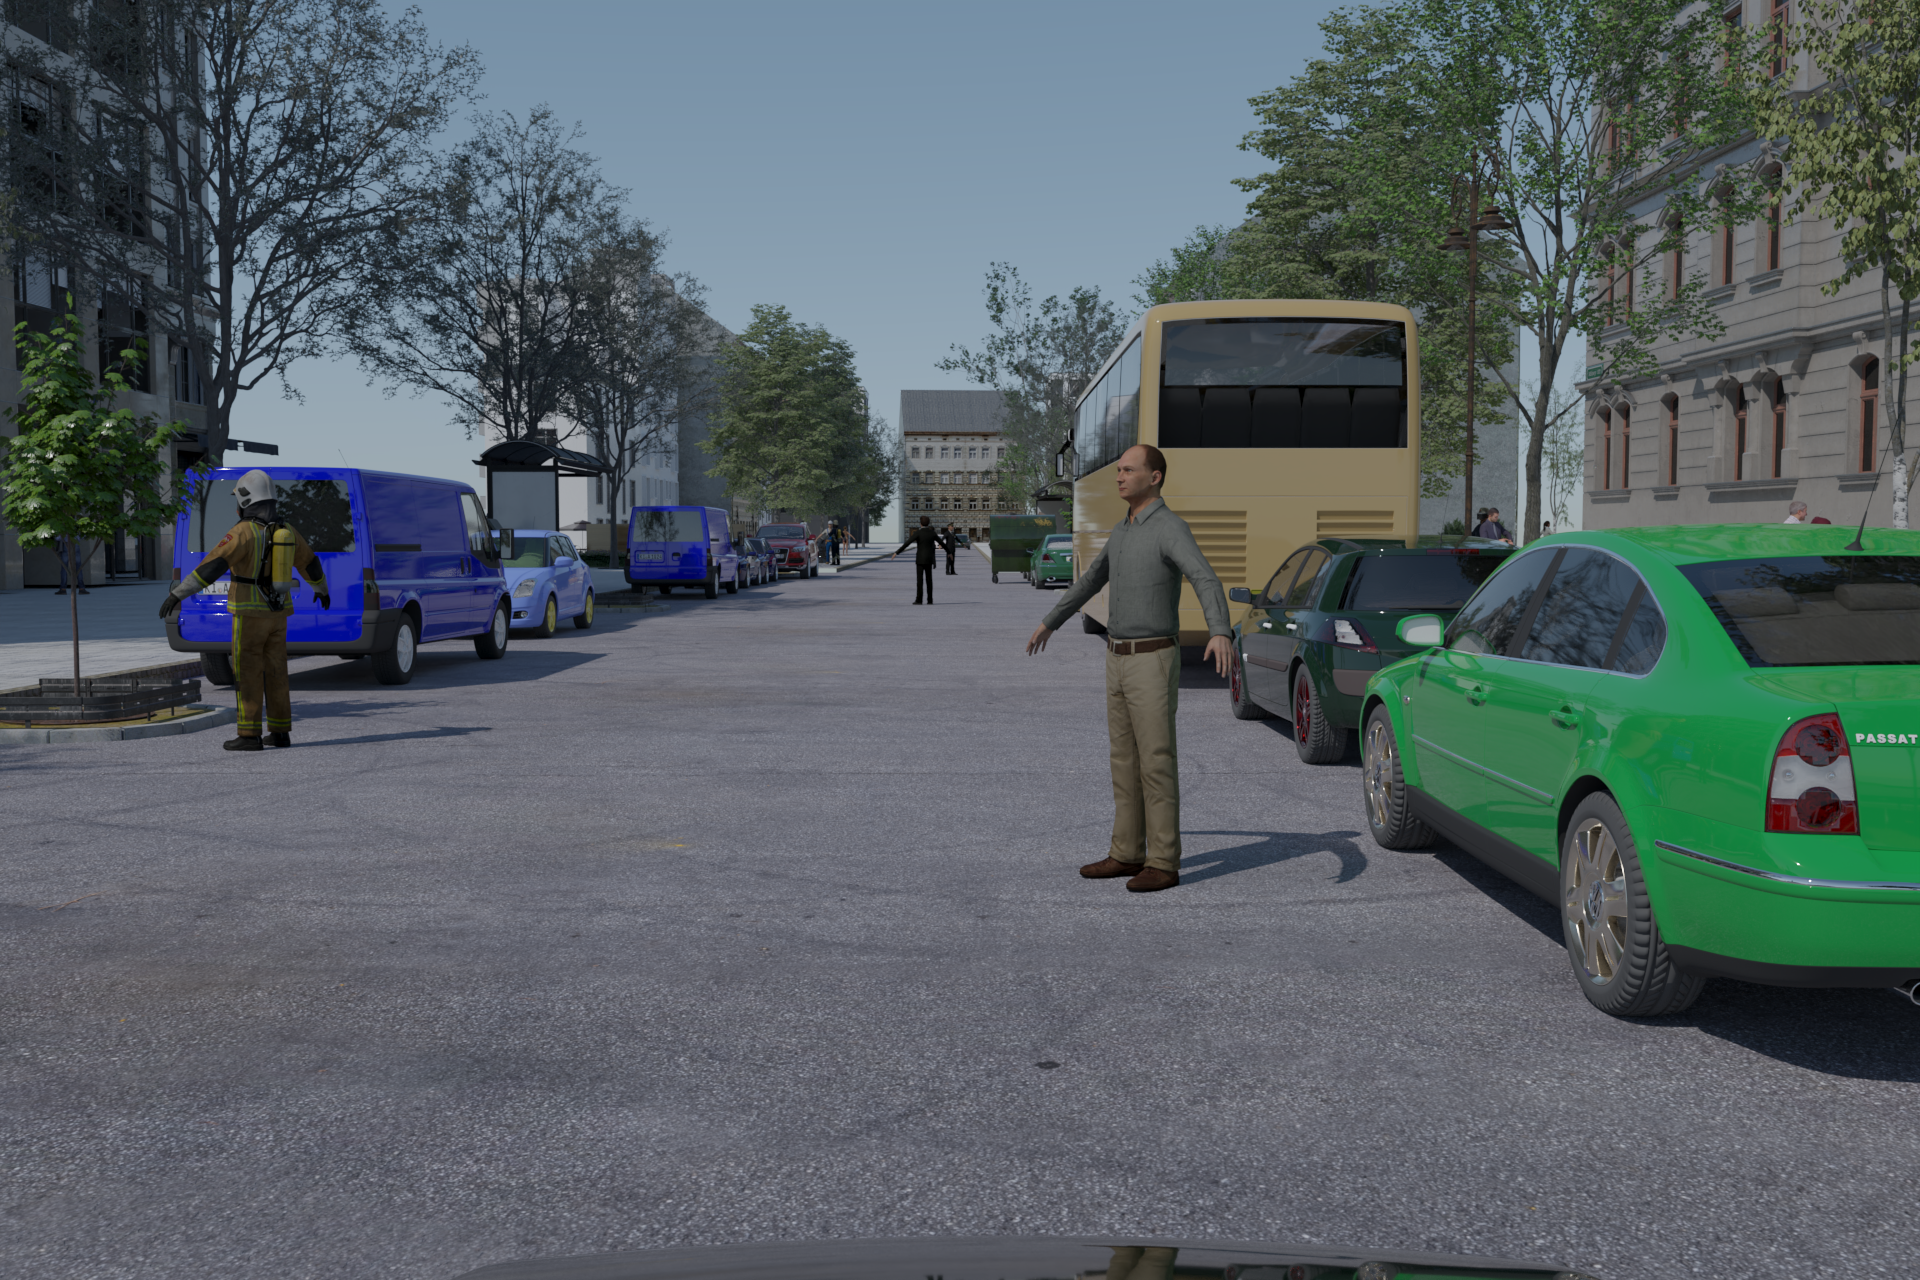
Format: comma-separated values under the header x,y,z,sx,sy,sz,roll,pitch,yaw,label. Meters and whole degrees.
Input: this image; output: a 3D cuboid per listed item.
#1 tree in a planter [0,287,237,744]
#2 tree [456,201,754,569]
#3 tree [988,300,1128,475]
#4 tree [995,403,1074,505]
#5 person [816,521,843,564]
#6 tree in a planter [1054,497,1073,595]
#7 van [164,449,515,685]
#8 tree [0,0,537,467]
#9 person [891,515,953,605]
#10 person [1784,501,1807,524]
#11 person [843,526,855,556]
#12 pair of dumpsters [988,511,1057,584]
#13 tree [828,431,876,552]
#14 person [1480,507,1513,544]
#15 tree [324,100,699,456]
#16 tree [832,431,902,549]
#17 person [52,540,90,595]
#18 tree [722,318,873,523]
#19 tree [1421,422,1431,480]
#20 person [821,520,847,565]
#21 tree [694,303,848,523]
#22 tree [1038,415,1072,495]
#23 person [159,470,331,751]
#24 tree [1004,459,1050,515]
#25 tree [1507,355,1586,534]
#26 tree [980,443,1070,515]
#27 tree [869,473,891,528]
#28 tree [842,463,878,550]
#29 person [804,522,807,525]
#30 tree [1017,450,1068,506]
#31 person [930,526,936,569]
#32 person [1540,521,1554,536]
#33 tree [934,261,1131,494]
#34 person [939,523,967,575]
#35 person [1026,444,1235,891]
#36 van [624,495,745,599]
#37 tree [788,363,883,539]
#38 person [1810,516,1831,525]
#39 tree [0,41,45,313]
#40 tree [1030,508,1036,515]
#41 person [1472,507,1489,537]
x,y,z,sx,sy,sz,roll,pitch,yaw,label
-6.539,-0.949,12.734,1.991,3.239,1.994,0,4,1,tree in a planter
-12.744,-9.366,63.511,12.009,13.543,11.850,0,3,0,tree
6.264,-11.022,90.578,12.009,13.543,11.850,0,3,0,tree
6.563,-12.789,134.857,9.928,11.665,9.643,0,3,0,tree
-5.501,-4.141,73.565,1.347,1.847,0.705,0,4,-2,person
3.259,-2.703,41.409,1.991,3.239,1.994,0,4,1,tree in a planter
-6.192,-0.839,18.109,2.240,2.365,5.245,0,4,0,van
-12.239,-7.221,28.431,12.009,13.543,11.850,0,3,0,tree
-0.733,-1.618,35.094,1.347,1.806,0.705,-2,4,-24,person
10.839,-0.946,22.443,0.436,1.711,0.756,1,4,20,person
-6.691,-5.812,101.825,1.217,1.733,0.721,2,4,29,person
3.037,-2.779,50.388,4.436,2.255,1.574,0,4,0,pair of dumpsters
-9.624,-11.644,124.797,7.601,10.594,8.767,0,4,-7,tree
9.912,-1.549,31.825,0.683,1.767,0.568,-2,4,-33,person
-12.606,-8.508,49.478,12.009,13.543,11.850,0,3,0,tree
-8.994,-13.115,148.845,8.767,10.594,7.601,0,4,5,tree
-18.844,-1.880,36.650,0.709,1.838,0.599,-3,4,-37,person
-9.606,-11.981,102.549,9.857,13.997,8.962,0,3,0,tree
17.105,-8.594,74.924,7.601,10.594,8.767,1,4,13,tree
-5.124,-3.997,71.136,0.705,1.856,1.354,3,5,44,person
-9.265,-10.262,85.914,7.486,12.596,7.792,0,3,0,tree
6.110,-9.615,107.566,4.360,8.622,3.978,0,3,0,tree
-4.691,-0.204,11.555,0.705,1.858,1.354,2,4,27,person
6.450,-12.111,148.372,4.360,8.622,3.978,0,3,0,tree
23.980,-7.341,70.393,4.360,8.622,3.978,0,3,0,tree
6.403,-13.980,162.978,8.767,10.594,7.601,-2,4,-24,tree
-14.804,-21.664,260.857,9.857,13.997,8.962,0,3,0,tree
-9.400,-11.776,142.902,4.360,8.622,3.978,0,3,0,tree
-7.300,-4.611,81.366,0.705,1.833,1.349,1,4,22,person
6.135,-11.707,141.764,4.360,8.622,3.978,0,3,0,tree
-1.194,-3.770,70.823,1.216,1.740,0.721,-2,4,-32,person
19.715,-3.128,57.980,0.721,1.735,1.217,-2,4,-25,person
4.708,-16.260,121.746,12.611,20.169,13.585,0,3,0,tree
-0.305,-3.185,60.472,0.705,1.837,1.347,3,5,44,person
0.723,0.100,7.090,0.705,1.796,1.348,-2,4,-30,person
-6.272,-2.166,39.791,2.240,2.365,5.245,0,4,0,van
-8.951,-12.011,114.501,7.486,12.596,7.792,0,3,0,tree
7.588,-0.378,15.397,0.989,1.438,0.599,-1,4,-13,person
-12.373,-4.122,17.755,4.360,8.622,3.978,0,3,0,tree
12.455,-19.036,261.600,4.737,8.622,4.395,0,3,0,tree
11.041,-1.881,36.615,0.704,1.845,1.351,-2,4,-23,person
